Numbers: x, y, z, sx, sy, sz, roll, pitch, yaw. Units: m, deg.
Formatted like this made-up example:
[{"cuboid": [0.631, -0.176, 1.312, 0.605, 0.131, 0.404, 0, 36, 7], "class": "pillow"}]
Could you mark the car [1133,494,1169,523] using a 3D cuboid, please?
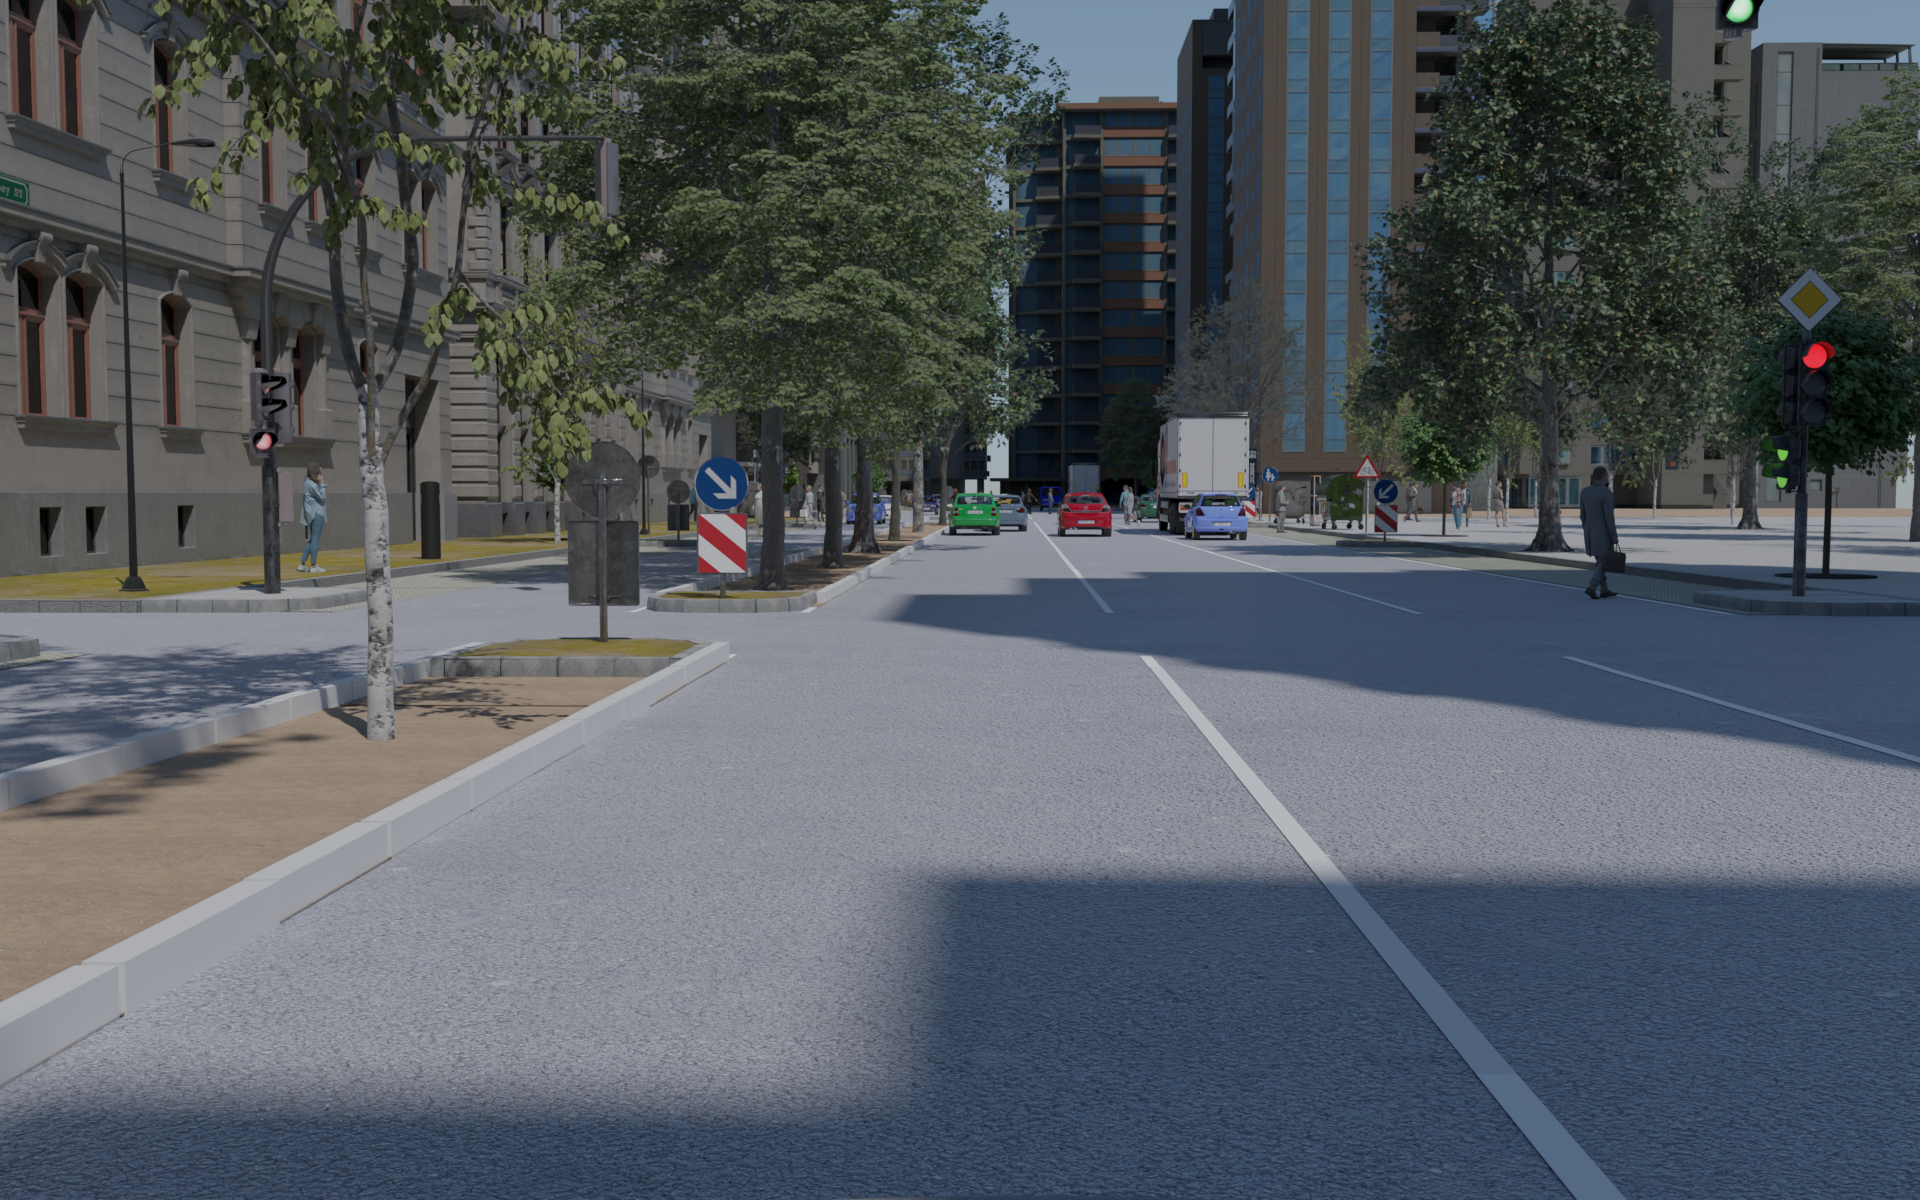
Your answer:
[{"cuboid": [9.863, -4.693, 88.532, 2.131, 1.459, 4.920, 0, 4, 2], "class": "car"}]

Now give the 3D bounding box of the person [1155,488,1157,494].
[{"cuboid": [11.543, -5.620, 100.923, 0.617, 1.759, 0.750, -2, 4, -29], "class": "person"}]

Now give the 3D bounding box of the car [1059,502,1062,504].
[{"cuboid": [5.832, -4.379, 83.399, 2.131, 1.459, 4.920, 0, 4, 4], "class": "car"}]

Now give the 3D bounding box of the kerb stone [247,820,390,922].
[{"cuboid": [-2.313, 0.975, 6.273, 0.120, 0.150, 1.000, 0, 4, 2], "class": "kerb stone"}]

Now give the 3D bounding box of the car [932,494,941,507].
[{"cuboid": [-2.089, -9.540, 167.982, 2.014, 1.417, 4.499, 0, 4, 3], "class": "car"}]

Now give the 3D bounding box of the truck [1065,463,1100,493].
[{"cuboid": [11.369, -10.501, 160.611, 2.839, 4.237, 11.283, 0, 4, 1], "class": "truck"}]

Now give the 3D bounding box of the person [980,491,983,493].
[{"cuboid": [1.905, -8.857, 154.119, 0.445, 1.727, 0.742, 1, 4, 17], "class": "person"}]

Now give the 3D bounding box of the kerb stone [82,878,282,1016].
[{"cuboid": [-2.333, 1.036, 5.249, 0.120, 0.150, 1.000, 0, 4, 2], "class": "kerb stone"}]

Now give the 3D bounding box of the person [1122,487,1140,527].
[{"cuboid": [7.398, -4.015, 74.891, 0.760, 1.731, 0.466, -1, 4, -8], "class": "person"}]

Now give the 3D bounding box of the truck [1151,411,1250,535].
[{"cuboid": [8.813, -4.612, 64.321, 2.839, 4.237, 11.283, 0, 4, 2], "class": "truck"}]

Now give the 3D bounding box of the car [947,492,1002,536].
[{"cuboid": [0.506, -3.208, 61.253, 1.959, 1.807, 4.718, 0, 3, 0], "class": "car"}]

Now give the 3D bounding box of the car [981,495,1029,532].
[{"cuboid": [1.703, -3.395, 67.512, 2.014, 1.417, 4.499, 0, 4, 0], "class": "car"}]

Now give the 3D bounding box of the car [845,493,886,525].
[{"cuboid": [-4.481, -4.470, 82.675, 1.945, 1.707, 3.694, 0, 4, 2], "class": "car"}]

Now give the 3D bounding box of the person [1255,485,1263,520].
[{"cuboid": [14.905, -4.877, 86.524, 0.466, 1.731, 0.760, 2, 4, 26], "class": "person"}]

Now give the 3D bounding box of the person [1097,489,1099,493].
[{"cuboid": [11.304, -8.155, 141.916, 1.350, 1.814, 0.705, -1, 4, -15], "class": "person"}]

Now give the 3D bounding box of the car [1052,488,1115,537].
[{"cuboid": [4.266, -3.092, 59.596, 2.155, 1.783, 4.494, 0, 4, 2], "class": "car"}]

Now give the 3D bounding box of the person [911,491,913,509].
[{"cuboid": [-4.401, -9.127, 158.438, 1.217, 1.743, 0.721, 1, 4, 12], "class": "person"}]

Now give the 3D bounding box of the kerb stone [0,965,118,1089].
[{"cuboid": [-2.370, 1.102, 4.228, 0.120, 0.150, 1.000, 0, 4, 2], "class": "kerb stone"}]

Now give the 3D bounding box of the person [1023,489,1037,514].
[{"cuboid": [4.977, -7.056, 123.999, 1.348, 1.807, 0.705, 3, 5, 44], "class": "person"}]

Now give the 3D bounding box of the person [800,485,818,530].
[{"cuboid": [-6.067, -3.722, 69.703, 0.694, 1.780, 0.624, -3, 5, -44], "class": "person"}]

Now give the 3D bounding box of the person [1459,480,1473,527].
[{"cuboid": [19.480, -3.715, 66.772, 0.794, 1.824, 0.713, 2, 4, 34], "class": "person"}]

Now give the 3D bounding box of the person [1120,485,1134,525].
[{"cuboid": [7.696, -4.388, 80.101, 0.638, 1.841, 0.748, 1, 4, 13], "class": "person"}]

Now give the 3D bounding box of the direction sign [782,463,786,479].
[{"cuboid": [-9.239, -5.840, 87.479, 0.876, 3.537, 0.379, 0, 4, 2], "class": "direction sign"}]

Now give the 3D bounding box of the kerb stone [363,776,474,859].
[{"cuboid": [-2.277, 0.911, 7.301, 0.120, 0.150, 1.000, 0, 4, 2], "class": "kerb stone"}]

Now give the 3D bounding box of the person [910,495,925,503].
[{"cuboid": [-2.499, -5.608, 100.159, 0.705, 1.831, 1.348, 2, 4, 35], "class": "person"}]

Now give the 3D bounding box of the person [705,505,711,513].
[{"cuboid": [-11.640, -4.502, 79.449, 0.447, 1.846, 0.655, 0, 4, -2], "class": "person"}]

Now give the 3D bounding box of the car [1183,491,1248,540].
[{"cuboid": [8.091, -2.774, 54.954, 1.945, 1.707, 3.694, 0, 4, 2], "class": "car"}]

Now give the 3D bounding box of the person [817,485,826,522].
[{"cuboid": [-7.107, -4.955, 88.875, 0.474, 1.900, 0.648, -1, 4, -21], "class": "person"}]

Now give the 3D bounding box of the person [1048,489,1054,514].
[{"cuboid": [6.428, -6.982, 122.731, 0.705, 1.814, 1.350, 0, 4, -6], "class": "person"}]

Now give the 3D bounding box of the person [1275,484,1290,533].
[{"cuboid": [11.832, -3.340, 63.307, 0.583, 1.804, 0.606, 0, 4, -4], "class": "person"}]

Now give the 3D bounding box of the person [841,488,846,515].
[{"cuboid": [-6.657, -5.373, 96.688, 0.374, 1.781, 0.599, -3, 5, -42], "class": "person"}]

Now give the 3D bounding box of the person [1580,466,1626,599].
[{"cuboid": [8.808, -0.925, 23.727, 0.767, 1.812, 0.694, -1, 4, -22], "class": "person"}]

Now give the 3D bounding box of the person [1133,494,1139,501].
[{"cuboid": [13.917, -7.613, 136.160, 0.799, 1.438, 0.628, -1, 4, -11], "class": "person"}]

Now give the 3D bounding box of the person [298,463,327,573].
[{"cuboid": [-10.601, -1.347, 28.339, 0.793, 1.790, 0.793, 2, 4, 27], "class": "person"}]

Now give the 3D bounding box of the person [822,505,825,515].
[{"cuboid": [-6.550, -4.373, 84.661, 0.373, 1.253, 0.362, 1, 4, 21], "class": "person"}]

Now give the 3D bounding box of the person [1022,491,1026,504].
[{"cuboid": [5.368, -8.502, 148.442, 0.436, 1.711, 0.756, -1, 4, -8], "class": "person"}]

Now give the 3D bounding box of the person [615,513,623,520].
[{"cuboid": [-11.723, -3.237, 59.161, 0.606, 1.804, 0.583, 0, 4, 7], "class": "person"}]

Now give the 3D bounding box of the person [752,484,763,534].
[{"cuboid": [-7.094, -3.248, 61.835, 0.641, 1.798, 0.478, -2, 4, -32], "class": "person"}]

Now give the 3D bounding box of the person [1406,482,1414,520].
[{"cuboid": [21.926, -4.792, 84.201, 0.447, 1.846, 0.655, 0, 4, 1], "class": "person"}]

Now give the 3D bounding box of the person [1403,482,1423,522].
[{"cuboid": [20.640, -4.455, 78.851, 0.822, 1.834, 0.622, 2, 4, 25], "class": "person"}]

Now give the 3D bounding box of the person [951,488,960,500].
[{"cuboid": [-0.262, -5.920, 105.309, 0.705, 1.821, 1.348, -3, 5, -43], "class": "person"}]

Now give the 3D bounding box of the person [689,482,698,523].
[{"cuboid": [-11.944, -4.364, 77.415, 0.660, 1.820, 0.620, 3, 5, 44], "class": "person"}]

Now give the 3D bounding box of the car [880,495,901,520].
[{"cuboid": [-4.284, -5.081, 95.440, 2.083, 1.381, 4.827, 0, 4, 2], "class": "car"}]

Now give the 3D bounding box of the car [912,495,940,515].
[{"cuboid": [-2.332, -6.546, 119.614, 1.945, 1.354, 3.894, 0, 4, 0], "class": "car"}]

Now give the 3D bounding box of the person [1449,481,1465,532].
[{"cuboid": [16.951, -3.189, 59.025, 0.643, 1.720, 0.563, -2, 4, -34], "class": "person"}]

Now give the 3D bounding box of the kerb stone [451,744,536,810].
[{"cuboid": [-2.248, 0.849, 8.328, 0.120, 0.150, 1.000, 0, 4, 2], "class": "kerb stone"}]

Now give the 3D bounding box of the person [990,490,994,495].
[{"cuboid": [2.531, -8.177, 142.913, 1.217, 1.735, 0.721, 1, 4, 20], "class": "person"}]

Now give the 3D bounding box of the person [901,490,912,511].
[{"cuboid": [-4.363, -8.557, 148.404, 1.348, 1.824, 0.705, 0, 4, -5], "class": "person"}]

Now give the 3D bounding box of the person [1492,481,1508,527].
[{"cuboid": [20.919, -3.713, 67.086, 0.374, 1.781, 0.599, -2, 4, -31], "class": "person"}]
